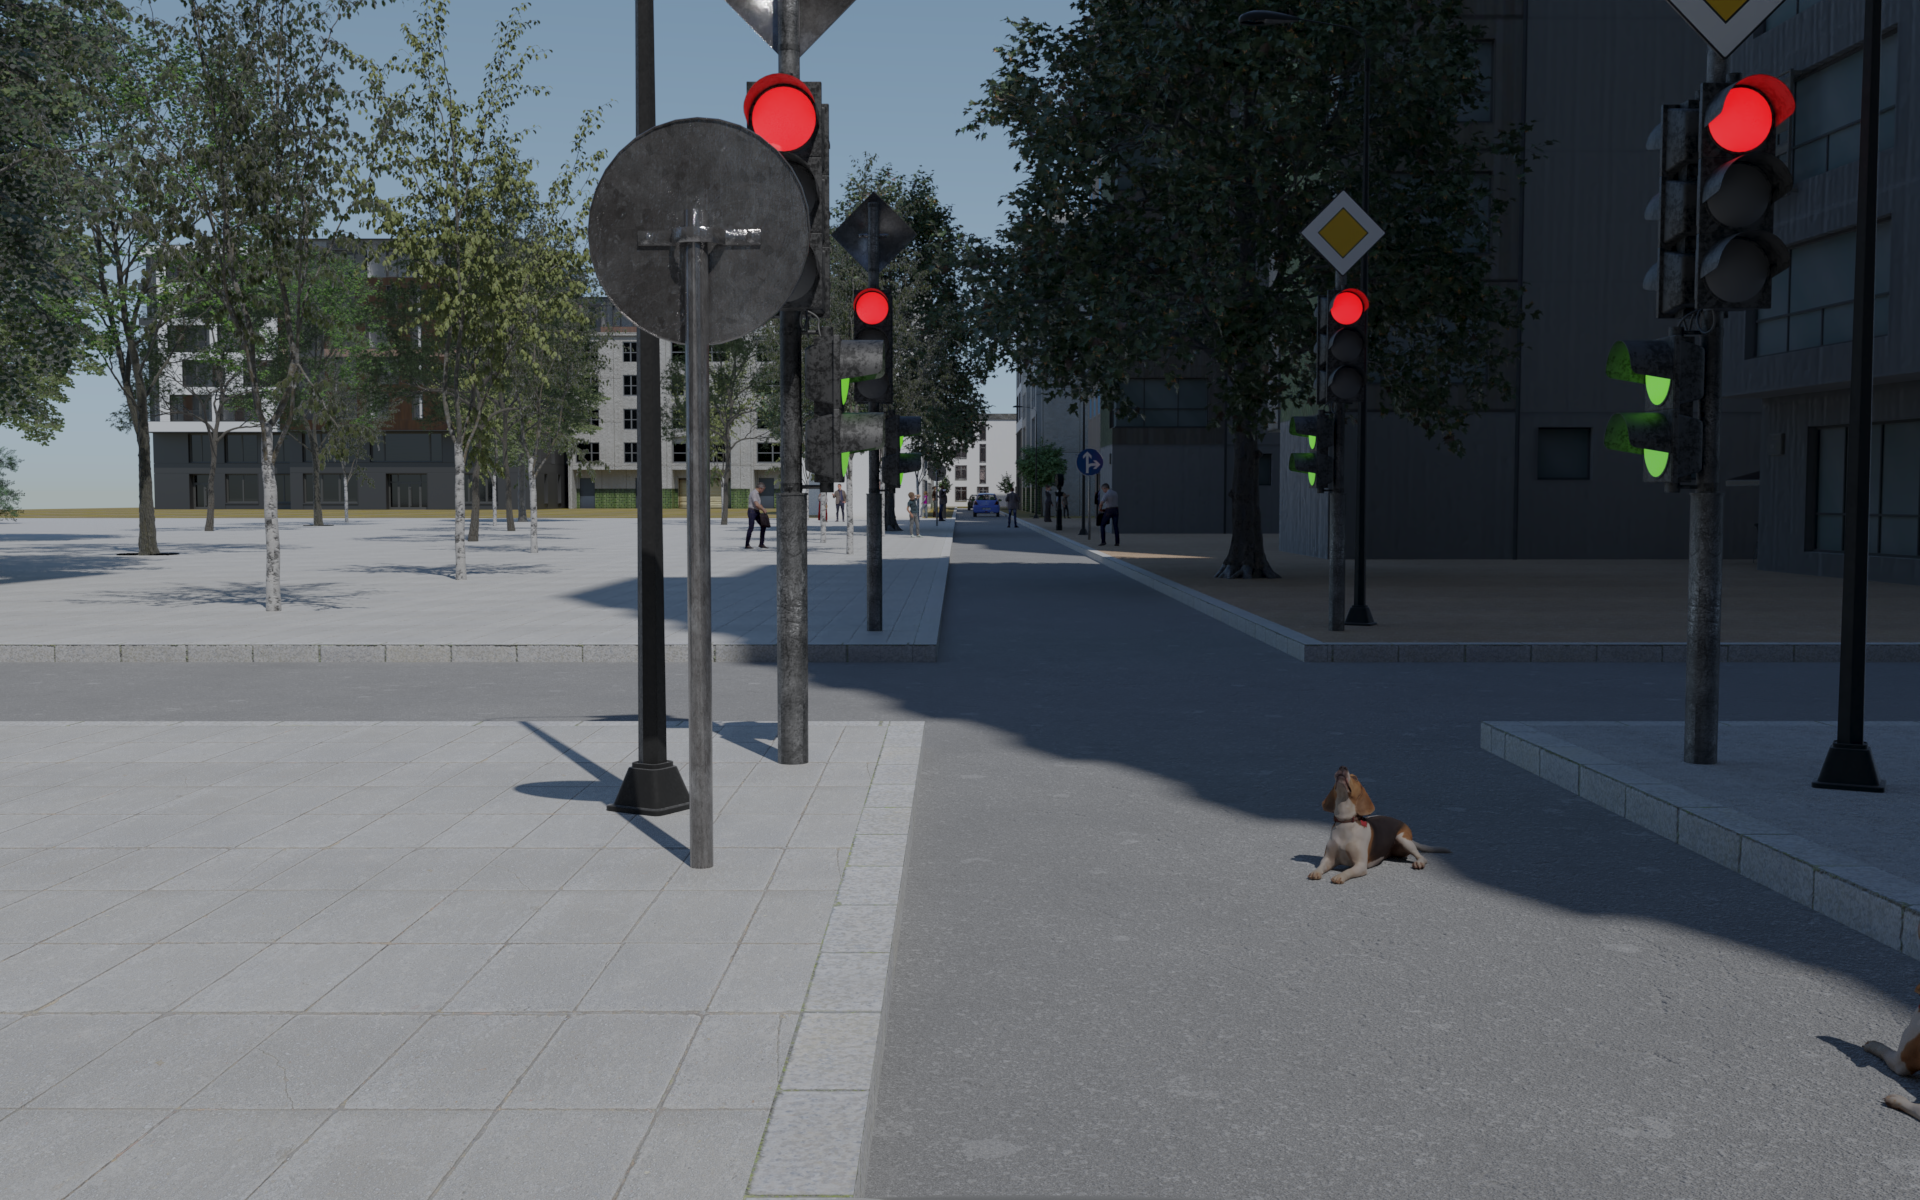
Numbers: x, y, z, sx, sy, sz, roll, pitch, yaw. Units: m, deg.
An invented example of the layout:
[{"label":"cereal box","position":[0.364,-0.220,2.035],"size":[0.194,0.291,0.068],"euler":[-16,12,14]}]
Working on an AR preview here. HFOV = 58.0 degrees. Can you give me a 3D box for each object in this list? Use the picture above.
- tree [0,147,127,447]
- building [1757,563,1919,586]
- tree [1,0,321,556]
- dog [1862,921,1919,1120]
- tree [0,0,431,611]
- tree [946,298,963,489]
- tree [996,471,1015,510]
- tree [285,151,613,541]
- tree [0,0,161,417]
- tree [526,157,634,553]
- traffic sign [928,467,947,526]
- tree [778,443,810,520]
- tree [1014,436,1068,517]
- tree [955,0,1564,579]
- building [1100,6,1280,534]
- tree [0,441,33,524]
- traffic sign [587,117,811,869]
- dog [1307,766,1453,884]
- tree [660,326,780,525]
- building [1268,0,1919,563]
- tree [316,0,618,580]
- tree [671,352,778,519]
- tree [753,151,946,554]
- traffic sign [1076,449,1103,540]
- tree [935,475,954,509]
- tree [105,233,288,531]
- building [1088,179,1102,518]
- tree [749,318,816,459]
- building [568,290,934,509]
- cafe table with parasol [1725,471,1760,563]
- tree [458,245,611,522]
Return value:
[{"label":"tree","position":[-26.142,-7.836,46.241],"size":[7.486,12.596,7.792],"euler":[0,3,0]},{"label":"building","position":[19.429,-20.647,21.165],"size":[14.086,41.232,14.154],"euler":[0,3,0]},{"label":"tree","position":[-17.165,-6.736,35.883],"size":[9.928,11.665,9.643],"euler":[0,3,0]},{"label":"dog","position":[2.304,0.986,4.068],"size":[0.748,0.427,0.550],"euler":[-3,5,-42]},{"label":"tree","position":[-7.582,-4.168,18.515],"size":[4.360,8.622,3.978],"euler":[0,3,0]},{"label":"tree","position":[-2.097,-6.201,51.741],"size":[4.360,8.622,3.978],"euler":[0,3,0]},{"label":"tree","position":[3.772,-9.136,143.968],"size":[1.663,3.219,1.824],"euler":[0,3,0]},{"label":"tree","position":[-12.829,-6.858,46.543],"size":[7.601,10.594,8.767],"euler":[0,4,-5]},{"label":"tree","position":[-16.493,-7.200,24.369],"size":[9.857,13.997,8.962],"euler":[0,3,0]},{"label":"tree","position":[-9.158,-5.313,37.232],"size":[4.360,8.622,3.978],"euler":[0,3,0]},{"label":"traffic sign","position":[-0.924,-4.235,69.352],"size":[0.768,2.556,0.104],"euler":[0,4,8]},{"label":"tree","position":[-7.597,-8.207,84.544],"size":[4.737,8.622,4.395],"euler":[0,3,0]},{"label":"tree","position":[4.654,-7.002,98.190],"size":[4.285,4.588,4.351],"euler":[0,3,0]},{"label":"tree","position":[4.305,-6.679,26.208],"size":[9.611,12.733,9.660],"euler":[0,3,0]},{"label":"building","position":[11.930,-17.755,62.000],"size":[14.160,30.474,14.107],"euler":[0,3,0]},{"label":"tree","position":[-49.592,-10.527,73.935],"size":[18.604,14.587,13.155],"euler":[2,4,26]},{"label":"traffic sign","position":[-0.890,-0.354,5.888],"size":[0.768,2.556,0.104],"euler":[0,4,4]},{"label":"dog","position":[1.638,0.828,6.648],"size":[0.748,0.427,0.550],"euler":[0,4,-8]},{"label":"tree","position":[-9.472,-8.400,71.755],"size":[7.601,10.594,8.767],"euler":[0,4,-5]},{"label":"building","position":[14.233,-21.775,39.618],"size":[14.154,41.232,14.086],"euler":[0,3,0]},{"label":"tree","position":[-7.241,-4.610,25.732],"size":[4.737,8.622,4.395],"euler":[0,3,0]},{"label":"tree","position":[-11.126,-7.886,79.303],"size":[4.737,8.622,4.395],"euler":[0,3,0]},{"label":"tree","position":[-2.582,-5.273,36.574],"size":[4.360,8.622,3.978],"euler":[0,3,0]},{"label":"traffic sign","position":[3.631,-2.963,48.547],"size":[0.768,2.556,0.104],"euler":[0,4,7]},{"label":"tree","position":[-1.313,-9.482,149.638],"size":[1.663,3.219,1.824],"euler":[0,3,0]},{"label":"tree","position":[-25.624,-7.653,59.531],"size":[7.601,10.594,8.767],"euler":[0,4,3]},{"label":"building","position":[13.693,-26.517,83.661],"size":[14.600,45.320,14.200],"euler":[0,3,0]},{"label":"tree","position":[-2.482,-8.746,60.010],"size":[9.611,12.733,9.660],"euler":[0,3,0]},{"label":"building","position":[-18.225,-17.843,158.185],"size":[31.486,18.905,16.747],"euler":[0,3,0]},{"label":"cafe table with parasol","position":[15.270,-1.619,31.335],"size":[2.610,1.966,2.610],"euler":[2,4,25]},{"label":"tree","position":[-19.808,-9.825,78.758],"size":[7.486,12.596,7.792],"euler":[0,3,0]}]
